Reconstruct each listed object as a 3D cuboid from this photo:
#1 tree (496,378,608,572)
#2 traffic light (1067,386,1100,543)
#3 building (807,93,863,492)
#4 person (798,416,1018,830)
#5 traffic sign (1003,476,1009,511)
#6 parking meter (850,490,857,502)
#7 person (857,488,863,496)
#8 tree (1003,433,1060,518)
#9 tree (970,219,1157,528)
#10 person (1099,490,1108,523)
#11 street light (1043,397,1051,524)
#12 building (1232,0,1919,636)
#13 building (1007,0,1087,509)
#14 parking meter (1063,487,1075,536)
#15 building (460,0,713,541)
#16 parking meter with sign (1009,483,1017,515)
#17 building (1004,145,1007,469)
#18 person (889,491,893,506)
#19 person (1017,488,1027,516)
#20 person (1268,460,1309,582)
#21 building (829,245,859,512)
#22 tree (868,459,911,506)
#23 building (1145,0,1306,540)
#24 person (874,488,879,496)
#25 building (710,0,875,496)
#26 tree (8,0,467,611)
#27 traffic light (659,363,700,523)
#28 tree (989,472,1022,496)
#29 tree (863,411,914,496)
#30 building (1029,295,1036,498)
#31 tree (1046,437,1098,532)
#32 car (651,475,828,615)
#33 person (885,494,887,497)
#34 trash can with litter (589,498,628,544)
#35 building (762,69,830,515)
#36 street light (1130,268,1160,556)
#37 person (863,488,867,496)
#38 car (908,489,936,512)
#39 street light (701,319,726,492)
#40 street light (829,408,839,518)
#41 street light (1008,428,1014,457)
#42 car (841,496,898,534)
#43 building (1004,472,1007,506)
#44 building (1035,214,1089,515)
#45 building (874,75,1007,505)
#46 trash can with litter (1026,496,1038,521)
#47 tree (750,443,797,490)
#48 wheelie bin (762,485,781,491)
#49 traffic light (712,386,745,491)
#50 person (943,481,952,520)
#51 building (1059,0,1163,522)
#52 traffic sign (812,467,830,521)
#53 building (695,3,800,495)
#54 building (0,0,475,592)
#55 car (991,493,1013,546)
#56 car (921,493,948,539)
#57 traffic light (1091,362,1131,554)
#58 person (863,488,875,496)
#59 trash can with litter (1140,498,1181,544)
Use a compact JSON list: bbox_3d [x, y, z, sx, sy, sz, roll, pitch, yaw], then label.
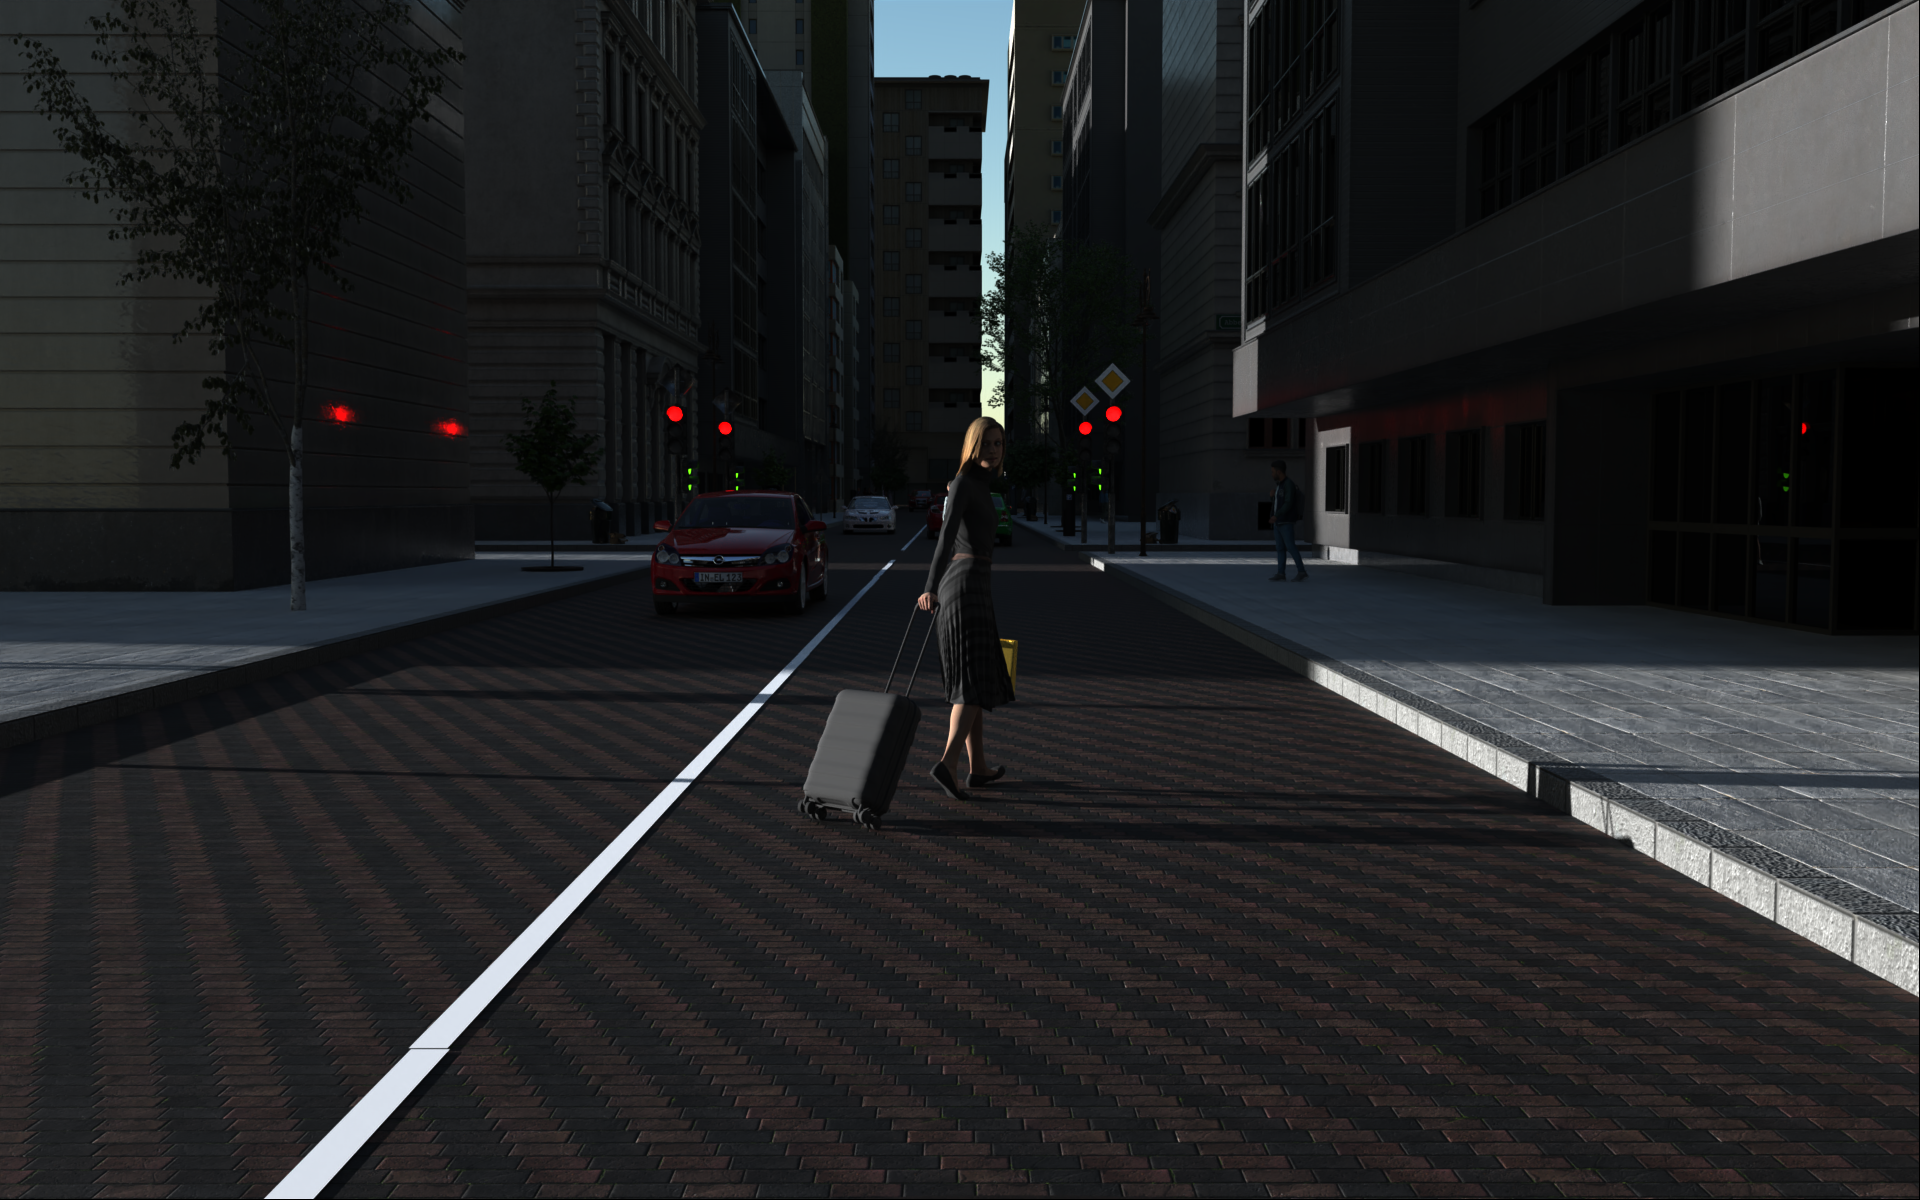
[{"bbox_3d":[-6.715,-2.106,29.030,1.663,3.219,1.824,0,3,0],"label":"tree"},{"bbox_3d":[3.221,-3.437,45.109,0.839,4.253,0.868,0,4,0],"label":"traffic light"},{"bbox_3d":[-25.443,-28.668,160.607,32.217,40.220,23.993,0,4,0],"label":"building"},{"bbox_3d":[-0.171,0.041,8.043,0.699,1.804,1.509,3,5,41],"label":"person"},{"bbox_3d":[3.306,-7.222,118.187,0.768,2.556,0.104,1,4,9],"label":"traffic sign"},{"bbox_3d":[-6.185,-5.627,100.418,0.372,1.533,0.369,0,3,0],"label":"parking meter"},{"bbox_3d":[-7.721,-7.698,132.461,0.990,1.755,0.434,0,4,7],"label":"person"},{"bbox_3d":[3.708,-6.669,92.744,4.285,4.588,4.351,0,3,0],"label":"tree"},{"bbox_3d":[3.932,-8.600,66.358,9.928,11.665,9.643,0,3,0],"label":"tree"},{"bbox_3d":[6.293,-4.235,75.632,0.444,1.785,0.601,-1,4,-13],"label":"person"},{"bbox_3d":[3.647,-6.167,73.619,0.468,5.910,1.993,0,4,0],"label":"street light"},{"bbox_3d":[12.550,-12.278,19.806,14.314,24.678,30.058,0,4,0],"label":"building"},{"bbox_3d":[15.394,-32.950,162.435,21.300,48.544,21.600,0,4,0],"label":"building"},{"bbox_3d":[3.324,-2.707,52.665,0.372,1.533,0.369,0,3,0],"label":"parking meter"},{"bbox_3d":[-14.680,-13.898,56.113,11.050,23.489,19.941,0,4,0],"label":"building"},{"bbox_3d":[3.259,-6.695,105.729,0.543,3.016,1.738,0,4,-7],"label":"parking meter with sign"},{"bbox_3d":[12.705,-34.391,212.403,14.200,45.320,14.600,0,4,0],"label":"building"},{"bbox_3d":[-6.658,-9.812,167.136,0.621,1.740,0.551,-2,4,-34],"label":"person"},{"bbox_3d":[3.685,-5.719,99.664,0.853,1.813,0.709,0,4,-7],"label":"person"},{"bbox_3d":[4.759,-1.164,25.428,0.721,1.781,0.623,-1,4,-17],"label":"person"},{"bbox_3d":[-22.500,-17.722,134.788,27.650,21.520,28.899,0,4,0],"label":"building"},{"bbox_3d":[-6.977,-10.941,162.603,4.285,4.588,4.351,0,3,0],"label":"tree"},{"bbox_3d":[18.000,-16.264,53.309,23.554,28.519,14.401,0,4,0],"label":"building"},{"bbox_3d":[-6.554,-7.970,137.076,0.721,1.735,1.217,1,4,19],"label":"person"},{"bbox_3d":[-23.212,-39.177,182.539,28.212,58.520,21.231,0,4,0],"label":"building"},{"bbox_3d":[-7.541,-4.191,18.888,4.360,8.622,3.978,0,3,0],"label":"tree"},{"bbox_3d":[-6.022,-2.946,37.087,0.839,4.253,0.868,0,4,0],"label":"traffic light"},{"bbox_3d":[3.684,-8.961,141.112,1.663,3.219,1.824,0,3,0],"label":"tree"},{"bbox_3d":[-6.730,-12.385,152.857,4.360,8.622,3.978,0,3,0],"label":"tree"},{"bbox_3d":[19.917,-17.915,137.948,27.650,21.520,28.899,0,4,0],"label":"building"},{"bbox_3d":[3.902,-3.935,58.934,1.663,3.219,1.824,0,3,0],"label":"tree"},{"bbox_3d":[-2.716,-0.789,21.947,2.155,1.783,4.494,0,4,1],"label":"car"},{"bbox_3d":[-8.338,-11.482,193.635,0.599,1.838,0.709,1,4,10],"label":"person"},{"bbox_3d":[-9.029,-2.032,44.616,1.055,1.170,0.624,2,4,23],"label":"trash can with litter"},{"bbox_3d":[-14.809,-17.659,106.753,12.078,24.808,19.932,0,4,0],"label":"building"},{"bbox_3d":[3.782,-3.842,35.603,0.468,5.910,1.993,0,4,0],"label":"street light"},{"bbox_3d":[-7.979,-8.582,146.328,0.705,1.831,1.348,-3,5,-40],"label":"person"},{"bbox_3d":[-3.086,-8.049,140.273,2.281,1.827,5.304,0,3,0],"label":"car"},{"bbox_3d":[-6.527,-4.479,46.021,0.468,5.910,1.993,0,4,0],"label":"street light"},{"bbox_3d":[-6.661,-7.274,91.709,0.468,5.910,1.993,0,4,0],"label":"street light"},{"bbox_3d":[3.490,-8.961,119.307,0.468,5.910,1.993,0,4,0],"label":"street light"},{"bbox_3d":[-3.286,-3.107,63.157,2.083,1.381,4.827,0,4,-1],"label":"car"},{"bbox_3d":[15.179,-45.539,182.809,20.563,71.187,20.611,0,4,0],"label":"building"},{"bbox_3d":[10.456,-15.700,111.448,10.420,20.320,16.860,0,4,0],"label":"building"},{"bbox_3d":[-8.158,-38.518,219.007,27.495,52.752,28.713,0,4,0],"label":"building"},{"bbox_3d":[3.466,-4.298,81.662,0.624,1.170,1.055,-1,4,-14],"label":"trash can with litter"},{"bbox_3d":[-7.298,-4.390,66.375,1.663,3.219,1.824,0,3,0],"label":"tree"},{"bbox_3d":[-6.371,-3.103,58.647,0.980,1.594,0.693,1,4,10],"label":"wheelie bin"},{"bbox_3d":[-6.040,-3.434,45.072,0.839,4.253,0.868,0,4,0],"label":"traffic light"},{"bbox_3d":[-0.154,-1.559,34.990,0.512,1.701,0.522,-3,4,-37],"label":"person"},{"bbox_3d":[12.986,-18.149,90.241,14.314,27.812,24.014,0,4,0],"label":"building"},{"bbox_3d":[-6.558,-4.999,81.729,0.884,2.594,0.081,0,4,5],"label":"traffic sign"},{"bbox_3d":[-15.968,-16.022,81.027,14.314,24.678,30.058,0,4,0],"label":"building"},{"bbox_3d":[-21.669,-14.092,27.673,25.104,27.353,12.463,0,4,0],"label":"building"},{"bbox_3d":[0.536,-2.464,49.080,1.959,1.807,4.718,0,4,-1],"label":"car"},{"bbox_3d":[-0.185,-2.905,56.534,2.155,1.783,4.494,0,4,-2],"label":"car"},{"bbox_3d":[3.239,-2.948,37.124,0.839,4.253,0.868,0,4,0],"label":"traffic light"},{"bbox_3d":[-6.815,-7.574,130.401,1.217,1.766,0.721,-1,4,-20],"label":"person"},{"bbox_3d":[5.144,-2.030,44.580,1.055,1.170,0.624,2,4,26],"label":"trash can with litter"}]
